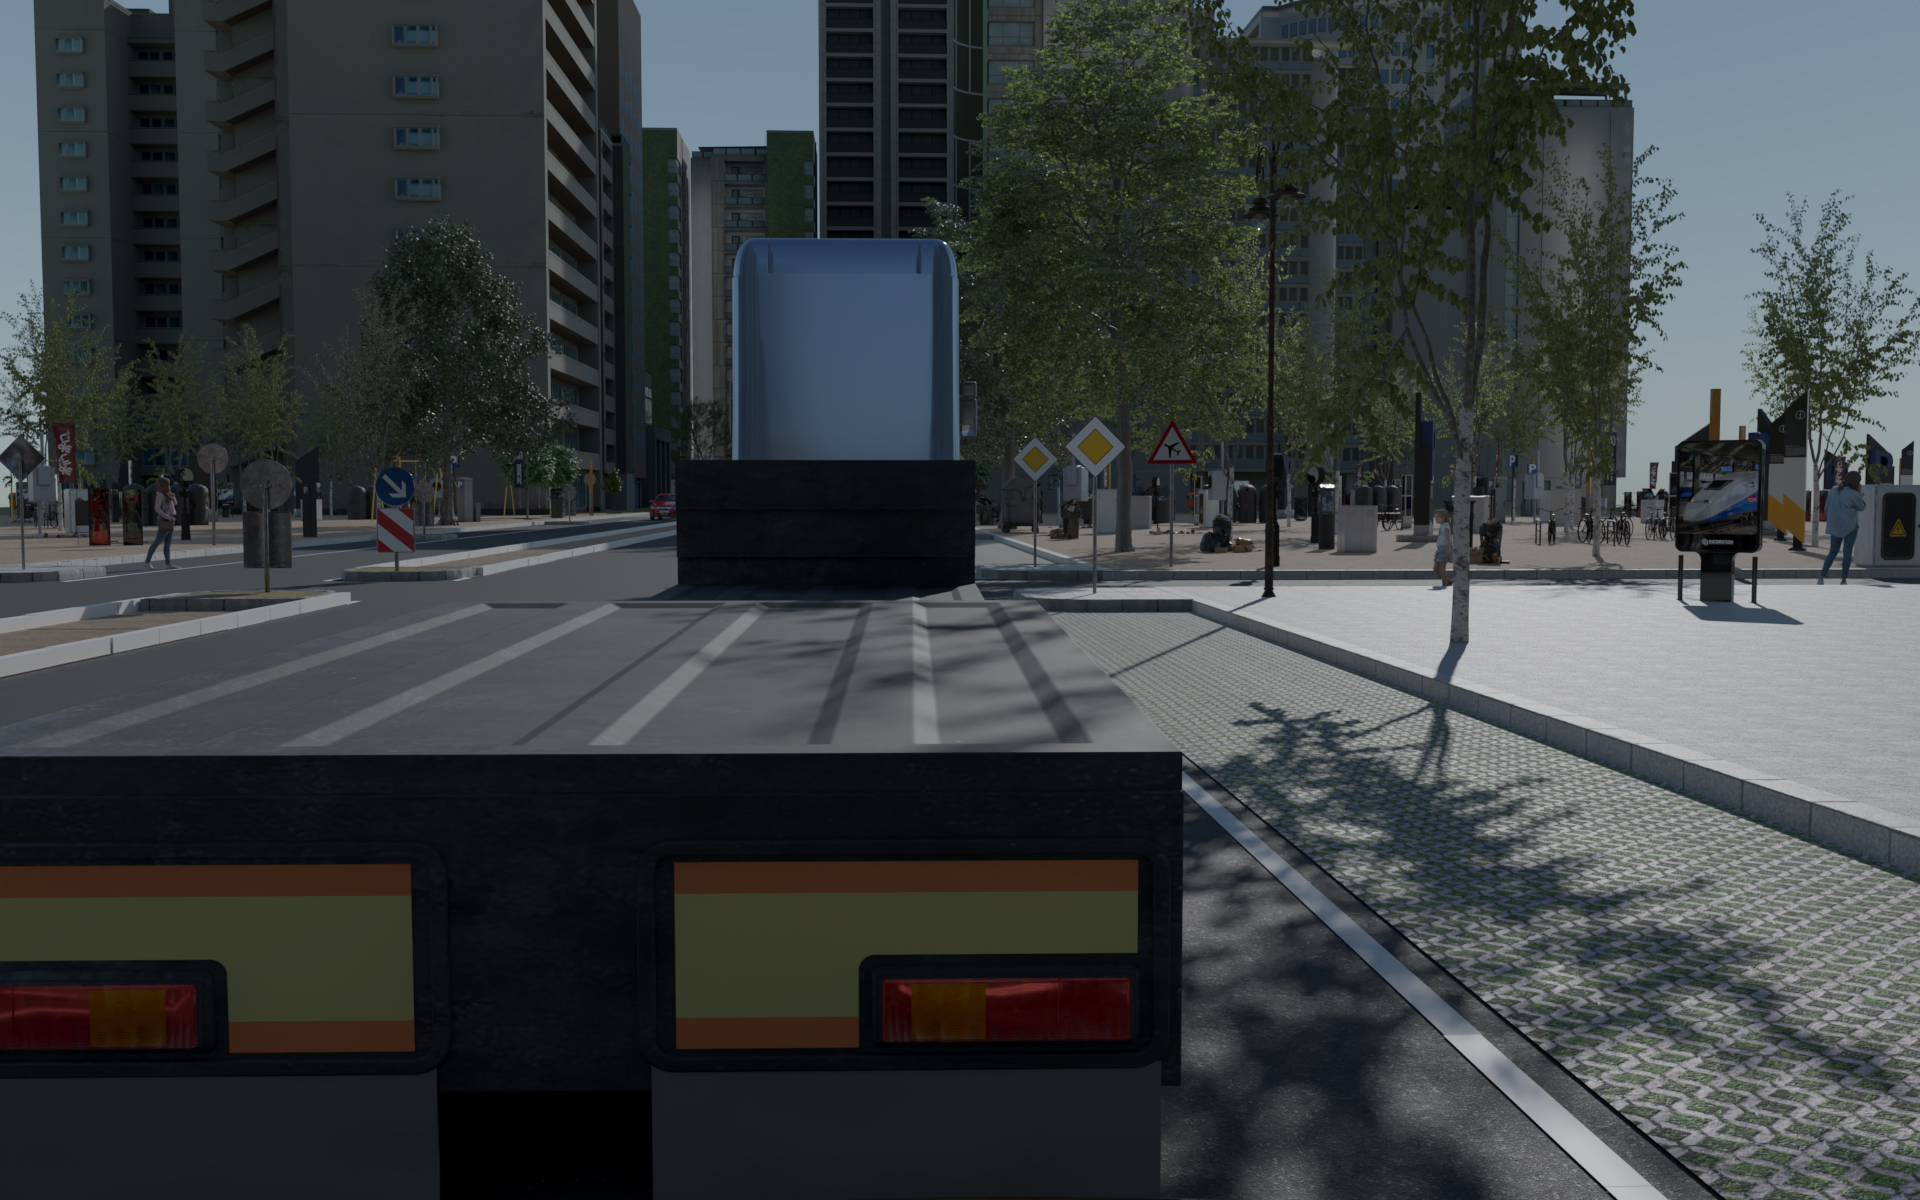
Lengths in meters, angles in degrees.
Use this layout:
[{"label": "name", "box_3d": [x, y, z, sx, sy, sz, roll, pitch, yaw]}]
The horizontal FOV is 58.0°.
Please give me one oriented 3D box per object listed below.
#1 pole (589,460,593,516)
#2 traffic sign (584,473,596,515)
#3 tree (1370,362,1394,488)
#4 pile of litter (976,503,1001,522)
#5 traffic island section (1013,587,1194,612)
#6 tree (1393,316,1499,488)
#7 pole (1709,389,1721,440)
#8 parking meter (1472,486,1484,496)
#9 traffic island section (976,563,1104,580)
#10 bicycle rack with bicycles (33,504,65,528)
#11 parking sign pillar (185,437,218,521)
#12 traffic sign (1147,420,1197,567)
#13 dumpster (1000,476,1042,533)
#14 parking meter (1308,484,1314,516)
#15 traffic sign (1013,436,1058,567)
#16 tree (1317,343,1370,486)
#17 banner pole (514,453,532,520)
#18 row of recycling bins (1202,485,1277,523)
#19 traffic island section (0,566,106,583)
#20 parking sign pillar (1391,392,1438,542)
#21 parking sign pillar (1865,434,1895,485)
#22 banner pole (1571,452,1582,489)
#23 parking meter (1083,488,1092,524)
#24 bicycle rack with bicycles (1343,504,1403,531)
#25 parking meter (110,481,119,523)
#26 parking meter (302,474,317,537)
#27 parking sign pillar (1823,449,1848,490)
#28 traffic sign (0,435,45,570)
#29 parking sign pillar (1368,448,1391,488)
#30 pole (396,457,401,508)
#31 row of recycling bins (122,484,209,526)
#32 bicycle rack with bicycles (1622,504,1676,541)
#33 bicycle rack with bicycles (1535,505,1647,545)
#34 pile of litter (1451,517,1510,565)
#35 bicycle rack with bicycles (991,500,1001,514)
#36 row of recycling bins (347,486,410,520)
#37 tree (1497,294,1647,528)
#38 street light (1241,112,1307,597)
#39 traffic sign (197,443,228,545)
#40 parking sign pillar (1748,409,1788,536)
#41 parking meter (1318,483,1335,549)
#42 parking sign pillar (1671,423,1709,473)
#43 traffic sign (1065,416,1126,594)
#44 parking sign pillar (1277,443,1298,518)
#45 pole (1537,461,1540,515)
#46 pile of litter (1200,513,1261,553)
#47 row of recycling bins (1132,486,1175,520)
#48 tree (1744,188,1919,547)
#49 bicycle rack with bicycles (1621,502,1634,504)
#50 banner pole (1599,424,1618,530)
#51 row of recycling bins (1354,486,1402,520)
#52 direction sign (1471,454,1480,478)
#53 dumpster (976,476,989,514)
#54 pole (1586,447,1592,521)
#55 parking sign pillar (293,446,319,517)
[{"label": "pole", "box_3d": [-21.861, -6.659, 102.711, 0.158, 3.312, 0.155, 0, 3, 0]}, {"label": "traffic sign", "box_3d": [-22.381, -6.396, 104.686, 0.768, 2.556, 0.104, 0, 4, 5]}, {"label": "tree", "box_3d": [22.425, -8.611, 91.148, 4.360, 8.622, 3.978, 0, 3, 0]}, {"label": "pile of litter", "box_3d": [1.289, -4.075, 80.592, 1.719, 0.858, 1.176, -3, 5, -45]}, {"label": "traffic island section", "box_3d": [1.758, -0.005, 22.369, 2.009, 0.180, 2.903, 0, 4, -3]}, {"label": "tree", "box_3d": [20.964, -7.389, 71.168, 4.360, 8.622, 3.978, 0, 3, 0]}, {"label": "pole", "box_3d": [14.612, -2.431, 33.584, 0.158, 3.312, 0.155, 0, 3, 0]}, {"label": "parking meter", "box_3d": [17.336, -3.031, 57.975, 0.372, 1.533, 0.369, 0, 3, 0]}, {"label": "traffic island section", "box_3d": [1.334, -0.493, 30.343, 2.009, 0.180, 2.903, 0, 4, -3]}, {"label": "bicycle rack with bicycles", "box_3d": [-33.941, -3.213, 65.922, 2.852, 0.926, 2.925, -2, 4, -30]}, {"label": "parking sign pillar", "box_3d": [-35.942, -5.719, 81.971, 1.447, 3.967, 1.447, 3, 5, 40]}, {"label": "traffic sign", "box_3d": [3.732, -1.868, 30.540, 0.884, 2.594, 0.081, 0, 4, 0]}, {"label": "dumpster", "box_3d": [2.025, -3.143, 57.147, 1.264, 1.857, 1.865, 0, 4, -3]}, {"label": "parking meter", "box_3d": [20.203, -5.739, 99.539, 0.399, 1.863, 0.255, -3, 5, -43]}, {"label": "traffic sign", "box_3d": [1.311, -1.628, 30.264, 0.795, 2.450, 0.064, 0, 4, -3]}, {"label": "tree", "box_3d": [12.959, -7.156, 67.357, 4.360, 8.622, 3.978, 0, 3, 0]}, {"label": "banner pole", "box_3d": [-21.735, -5.874, 86.051, 0.863, 3.779, 0.401, -1, 4, -15]}, {"label": "row of recycling bins", "box_3d": [12.358, -4.289, 77.235, 3.534, 1.692, 1.069, 0, 4, 8]}, {"label": "traffic island section", "box_3d": [-15.933, -0.437, 29.433, 2.009, 0.180, 2.903, 0, 4, -3]}, {"label": "parking sign pillar", "box_3d": [12.482, -3.551, 46.531, 1.447, 3.967, 1.447, 1, 4, 20]}, {"label": "parking sign pillar", "box_3d": [41.213, -5.451, 77.602, 1.447, 3.967, 1.447, -1, 4, -20]}, {"label": "banner pole", "box_3d": [36.552, -6.901, 102.849, 0.863, 3.779, 0.401, 0, 4, -6]}, {"label": "parking meter", "box_3d": [5.464, -4.014, 74.037, 0.372, 1.533, 0.369, 0, 3, 0]}, {"label": "bicycle rack with bicycles", "box_3d": [14.571, -2.929, 61.272, 2.925, 0.926, 2.852, -2, 4, -30]}, {"label": "parking meter", "box_3d": [-38.156, -4.433, 78.197, 0.255, 1.863, 0.399, -3, 5, -40]}, {"label": "parking meter", "box_3d": [-19.312, -2.795, 51.402, 0.399, 1.863, 0.255, 2, 4, 32]}, {"label": "parking sign pillar", "box_3d": [51.781, -6.968, 102.396, 1.447, 3.967, 1.447, 1, 4, 22]}, {"label": "traffic sign", "box_3d": [-15.910, -1.574, 29.372, 0.795, 2.450, 0.064, 0, 4, -3]}, {"label": "parking sign pillar", "box_3d": [23.244, -6.561, 95.740, 1.447, 3.967, 1.447, 0, 4, -5]}, {"label": "pole", "box_3d": [-27.076, -5.486, 83.543, 0.158, 3.312, 0.155, 0, 3, 0]}, {"label": "row of recycling bins", "box_3d": [-32.176, -3.864, 70.281, 1.069, 1.692, 3.534, 2, 4, 35]}, {"label": "bicycle rack with bicycles", "box_3d": [19.388, -2.192, 49.229, 2.852, 0.926, 2.925, 3, 5, 44]}, {"label": "bicycle rack with bicycles", "box_3d": [15.911, -1.902, 44.483, 2.852, 0.926, 2.925, 1, 4, 16]}, {"label": "pile of litter", "box_3d": [9.645, -1.119, 32.253, 1.176, 0.858, 1.719, 1, 4, 20]}, {"label": "bicycle rack with bicycles", "box_3d": [2.377, -5.502, 103.342, 2.925, 0.926, 2.852, -2, 4, -33]}, {"label": "row of recycling bins", "box_3d": [-29.477, -4.949, 88.024, 1.069, 1.692, 3.534, 2, 4, 34]}, {"label": "tree", "box_3d": [23.132, -6.990, 64.647, 4.360, 8.622, 3.978, 0, 3, 0]}, {"label": "street light", "box_3d": [3.851, -2.975, 21.423, 0.468, 5.910, 1.993, 0, 4, -3]}, {"label": "traffic sign", "box_3d": [-18.711, -2.647, 43.378, 0.768, 2.556, 0.104, 0, 4, -1]}, {"label": "parking sign pillar", "box_3d": [25.060, -4.008, 54.006, 1.447, 3.967, 1.447, 0, 4, -1]}, {"label": "parking meter", "box_3d": [8.540, -1.951, 40.302, 0.372, 1.533, 0.369, 0, 3, 0]}, {"label": "parking sign pillar", "box_3d": [27.676, -4.719, 65.630, 1.447, 3.967, 1.447, 0, 4, -1]}, {"label": "traffic sign", "box_3d": [1.735, -1.141, 22.291, 0.795, 2.450, 0.064, 0, 4, -3]}, {"label": "parking sign pillar", "box_3d": [17.261, -6.310, 91.647, 1.447, 3.967, 1.447, 2, 4, 34]}, {"label": "pole", "box_3d": [35.503, -6.891, 106.507, 0.158, 3.312, 0.155, 0, 3, 0]}, {"label": "pile of litter", "box_3d": [6.017, -1.491, 38.343, 1.719, 0.858, 1.176, -2, 4, -28]}, {"label": "row of recycling bins", "box_3d": [9.159, -4.780, 85.264, 1.069, 1.692, 3.534, -3, 5, -44]}, {"label": "tree", "box_3d": [20.956, -5.596, 41.851, 4.737, 8.622, 4.395, 0, 3, 0]}, {"label": "bicycle rack with bicycles", "box_3d": [41.687, -5.692, 106.449, 2.925, 0.926, 2.852, 2, 4, 28]}, {"label": "banner pole", "box_3d": [22.978, -4.380, 61.637, 0.863, 3.779, 0.401, 0, 4, -7]}, {"label": "row of recycling bins", "box_3d": [20.769, -4.750, 84.776, 3.534, 1.692, 1.069, -2, 4, -33]}, {"label": "direction sign", "box_3d": [28.985, -6.446, 97.396, 0.876, 3.537, 0.379, -3, 5, -45]}, {"label": "dumpster", "box_3d": [0.621, -4.962, 83.620, 1.502, 2.255, 1.985, 0, 4, -3]}, {"label": "pole", "box_3d": [26.472, -4.836, 72.912, 0.158, 3.312, 0.155, 0, 3, 0]}, {"label": "parking sign pillar", "box_3d": [-36.442, -6.611, 96.557, 1.447, 3.967, 1.447, -3, 4, -37]}]
